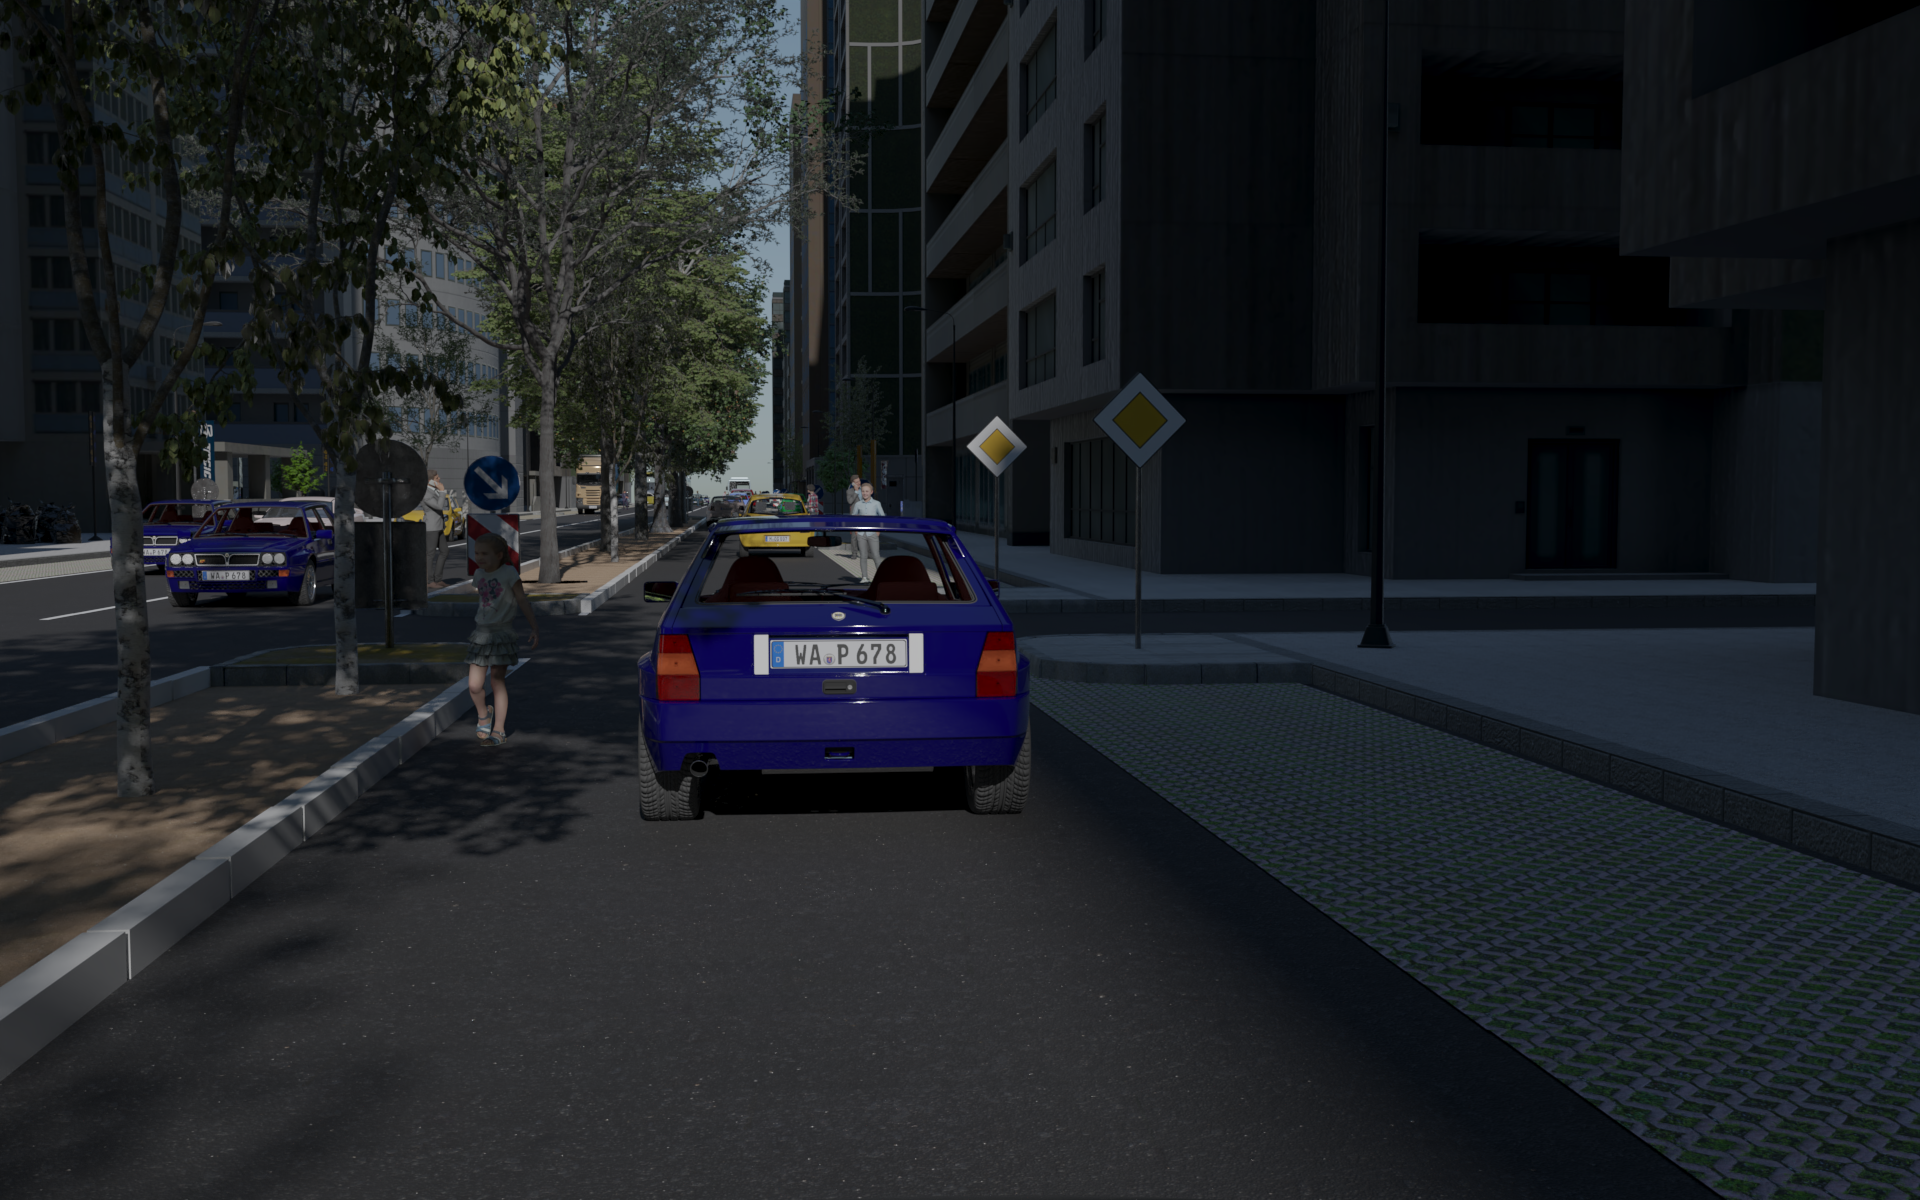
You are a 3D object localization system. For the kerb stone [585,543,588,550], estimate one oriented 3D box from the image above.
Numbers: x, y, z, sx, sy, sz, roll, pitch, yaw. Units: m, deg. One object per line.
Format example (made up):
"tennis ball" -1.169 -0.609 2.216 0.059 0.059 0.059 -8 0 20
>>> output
"kerb stone" -9.497 -1.302 43.482 0.120 0.150 1.000 0 4 -7

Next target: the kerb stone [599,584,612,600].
"kerb stone" -4.836 -0.075 23.429 0.120 0.150 1.000 0 4 -7

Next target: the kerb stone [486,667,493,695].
"kerb stone" -3.473 0.584 12.713 0.120 0.150 1.000 0 4 -7

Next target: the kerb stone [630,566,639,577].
"kerb stone" -5.612 -0.448 29.527 0.120 0.150 1.000 0 4 -7

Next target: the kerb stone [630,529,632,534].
"kerb stone" -11.686 -2.360 60.774 0.120 0.150 1.000 0 4 -7

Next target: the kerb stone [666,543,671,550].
"kerb stone" -7.285 -1.252 42.738 0.120 0.150 1.000 0 4 -7

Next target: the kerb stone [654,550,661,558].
"kerb stone" -6.632 -0.945 37.654 0.120 0.150 1.000 0 4 -7

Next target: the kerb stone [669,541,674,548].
"kerb stone" -7.538 -1.381 44.769 0.120 0.150 1.000 0 4 -7

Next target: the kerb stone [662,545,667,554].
"kerb stone" -7.021 -1.132 40.696 0.120 0.150 1.000 0 4 -7

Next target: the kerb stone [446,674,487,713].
"kerb stone" -3.351 0.642 11.698 0.120 0.150 1.000 0 4 -7

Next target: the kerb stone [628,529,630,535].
"kerb stone" -11.559 -2.297 59.757 0.120 0.150 1.000 0 4 -7

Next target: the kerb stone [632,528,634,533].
"kerb stone" -11.811 -2.422 61.788 0.120 0.150 1.000 0 4 -7

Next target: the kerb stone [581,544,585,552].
"kerb stone" -9.365 -1.240 42.469 0.120 0.150 1.000 0 4 -7

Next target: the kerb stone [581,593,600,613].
"kerb stone" -4.575 0.049 21.389 0.120 0.150 1.000 0 4 -7

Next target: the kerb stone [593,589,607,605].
"kerb stone" -4.705 -0.011 22.407 0.120 0.150 1.000 0 4 -7

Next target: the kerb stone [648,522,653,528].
"kerb stone" -13.886 -3.415 78.073 0.120 0.150 1.000 0 4 -7

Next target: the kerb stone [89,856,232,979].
"kerb stone" -2.572 1.017 5.602 0.120 0.150 1.000 0 4 -7

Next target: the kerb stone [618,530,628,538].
"kerb stone" -11.430 -2.235 58.743 0.120 0.150 1.000 0 4 -7

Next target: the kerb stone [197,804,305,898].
"kerb stone" -2.702 0.953 6.620 0.120 0.150 1.000 0 4 -7

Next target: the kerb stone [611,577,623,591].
"kerb stone" -5.092 -0.200 25.459 0.120 0.150 1.000 0 4 -7

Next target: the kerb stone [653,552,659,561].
"kerb stone" -6.515 -0.877 36.633 0.120 0.150 1.000 0 4 -7

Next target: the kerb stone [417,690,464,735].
"kerb stone" -3.216 0.704 10.683 0.120 0.150 1.000 0 4 -7

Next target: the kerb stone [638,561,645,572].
"kerb stone" -5.866 -0.573 31.557 0.120 0.150 1.000 0 4 -7

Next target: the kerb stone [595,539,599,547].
"kerb stone" -9.877 -1.488 46.526 0.120 0.150 1.000 0 4 -7

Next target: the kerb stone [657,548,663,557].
"kerb stone" -6.771 -1.006 38.667 0.120 0.150 1.000 0 4 -7

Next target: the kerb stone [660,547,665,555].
"kerb stone" -6.891 -1.069 39.682 0.120 0.150 1.000 0 4 -7

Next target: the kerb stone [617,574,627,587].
"kerb stone" -5.222 -0.262 26.473 0.120 0.150 1.000 0 4 -7

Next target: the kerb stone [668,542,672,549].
"kerb stone" -7.410 -1.318 43.752 0.120 0.150 1.000 0 4 -7

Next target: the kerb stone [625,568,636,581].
"kerb stone" -5.473 -0.386 28.511 0.120 0.150 1.000 0 4 -7

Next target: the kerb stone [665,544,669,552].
"kerb stone" -7.154 -1.194 41.721 0.120 0.150 1.000 0 4 -7

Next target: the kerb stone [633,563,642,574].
"kerb stone" -5.735 -0.511 30.543 0.120 0.150 1.000 0 4 -7

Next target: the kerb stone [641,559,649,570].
"kerb stone" -5.992 -0.629 32.571 0.120 0.150 1.000 0 4 -7

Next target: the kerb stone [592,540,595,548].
"kerb stone" -9.755 -1.426 45.512 0.120 0.150 1.000 0 4 -7

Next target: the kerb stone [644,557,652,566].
"kerb stone" -6.116 -0.697 33.586 0.120 0.150 1.000 0 4 -7

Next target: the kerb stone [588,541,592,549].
"kerb stone" -9.620 -1.364 44.497 0.120 0.150 1.000 0 4 -7

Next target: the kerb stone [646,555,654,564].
"kerb stone" -6.251 -0.759 34.599 0.120 0.150 1.000 0 4 -7

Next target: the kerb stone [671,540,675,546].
"kerb stone" -7.672 -1.443 45.789 0.120 0.150 1.000 0 4 -7

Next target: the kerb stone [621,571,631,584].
"kerb stone" -5.351 -0.324 27.487 0.120 0.150 1.000 0 4 -7

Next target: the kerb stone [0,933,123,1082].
"kerb stone" -2.447 1.079 4.587 0.120 0.150 1.000 0 4 -7

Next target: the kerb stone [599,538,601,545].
"kerb stone" -10.013 -1.548 47.549 0.120 0.150 1.000 0 4 -7

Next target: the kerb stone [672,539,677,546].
"kerb stone" -7.798 -1.504 46.803 0.120 0.150 1.000 0 4 -7

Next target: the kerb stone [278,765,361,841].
"kerb stone" -2.827 0.892 7.635 0.120 0.150 1.000 0 4 -7

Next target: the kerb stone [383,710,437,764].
"kerb stone" -3.082 0.767 9.667 0.120 0.150 1.000 0 4 -7

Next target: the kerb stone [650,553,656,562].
"kerb stone" -6.387 -0.821 35.618 0.120 0.150 1.000 0 4 -7

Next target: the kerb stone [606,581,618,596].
"kerb stone" -4.963 -0.135 24.443 0.120 0.150 1.000 0 4 -7

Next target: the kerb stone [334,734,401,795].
"kerb stone" -2.964 0.828 8.651 0.120 0.150 1.000 0 4 -7
